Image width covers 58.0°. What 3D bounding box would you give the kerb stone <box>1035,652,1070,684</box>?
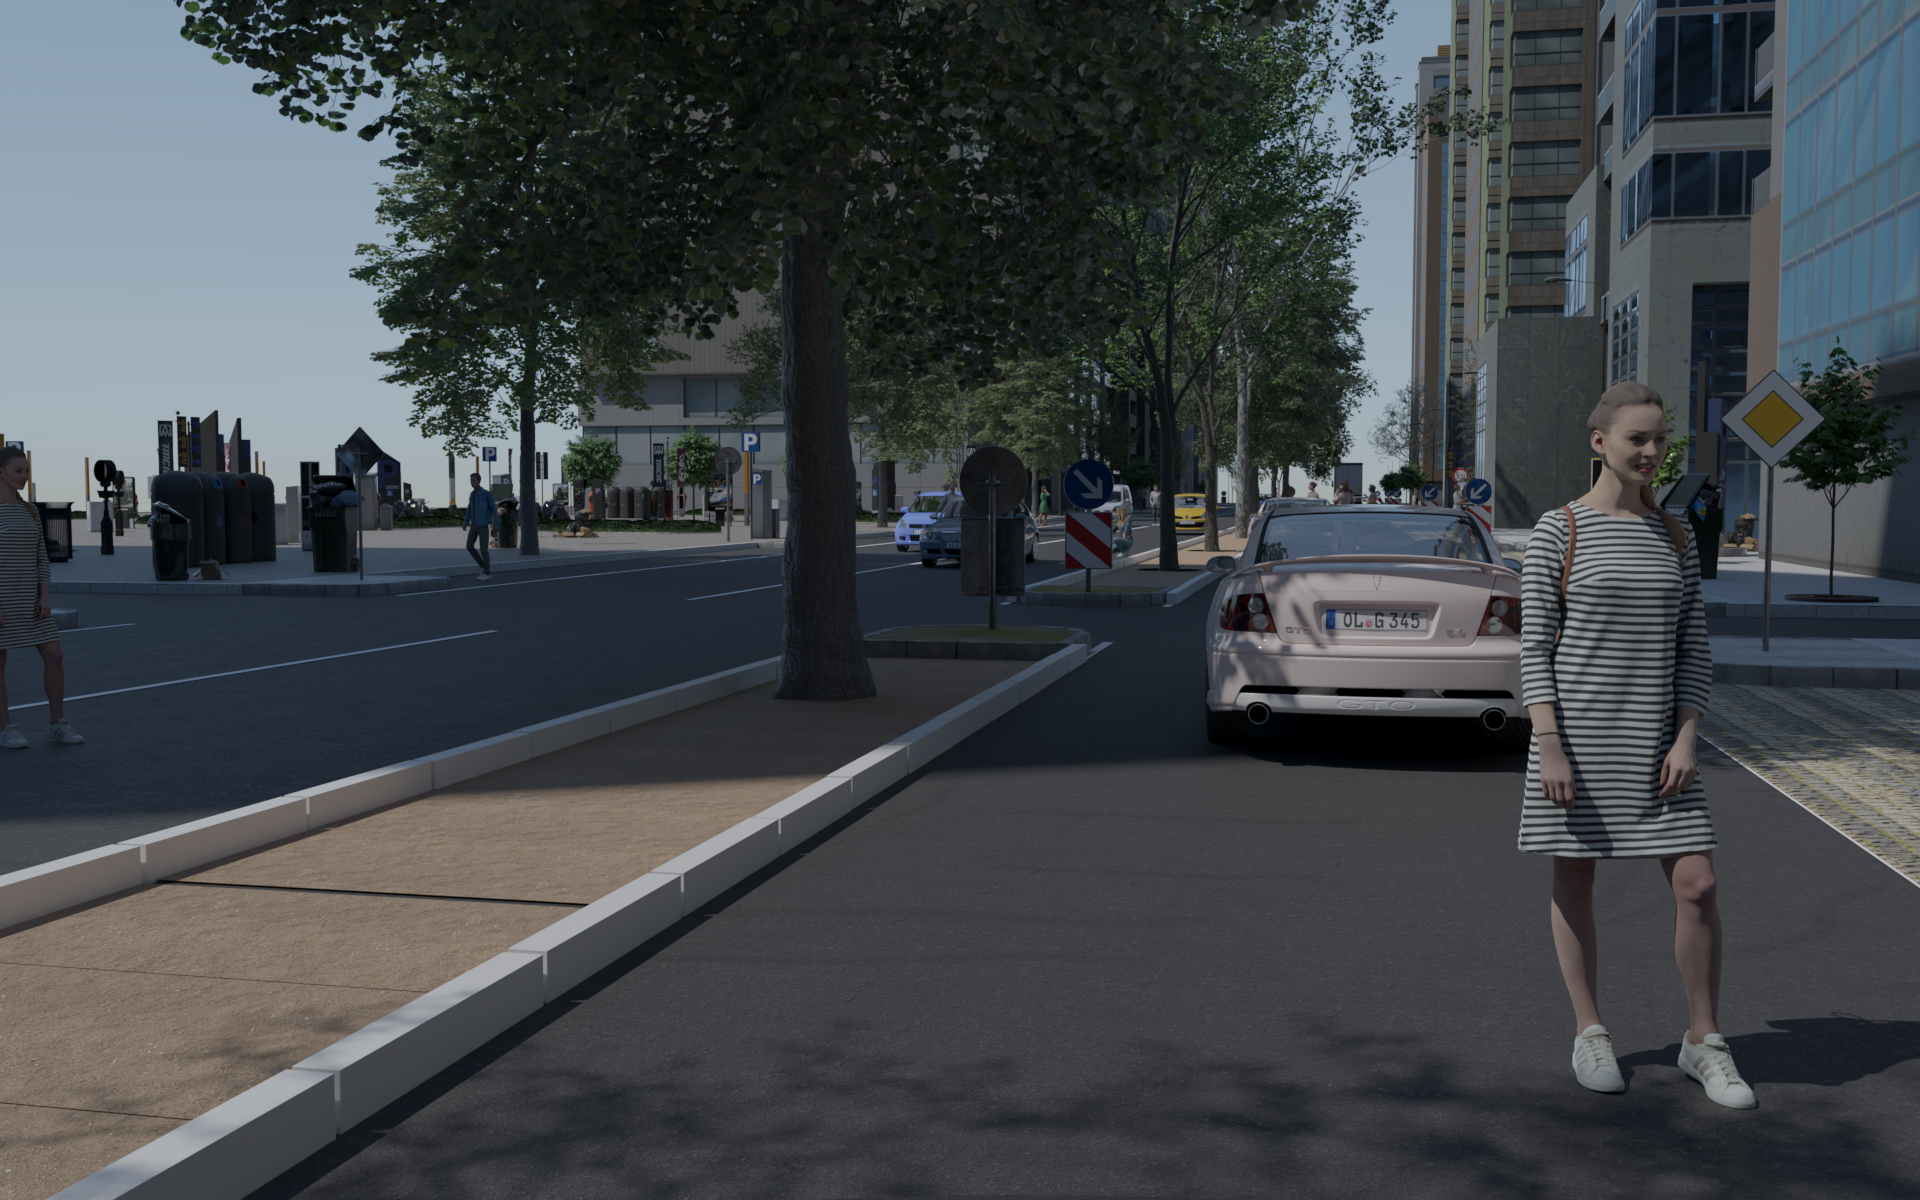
[{"bbox_3d":[0.689,0.540,13.371,0.120,0.150,1.000,1,4,13],"label":"kerb stone"}]

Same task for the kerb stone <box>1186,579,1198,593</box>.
[{"bbox_3d":[3.289,-0.167,24.930,0.120,0.150,1.000,1,4,13],"label":"kerb stone"}]

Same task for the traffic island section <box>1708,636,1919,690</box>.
[{"bbox_3d":[6.606,0.496,14.164,2.009,0.180,2.903,1,4,13],"label":"traffic island section"}]

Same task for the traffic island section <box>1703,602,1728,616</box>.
[{"bbox_3d":[8.360,0.020,21.955,2.009,0.180,2.903,1,4,13],"label":"traffic island section"}]

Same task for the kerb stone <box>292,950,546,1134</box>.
[{"bbox_3d":[-1.334,1.095,4.371,0.120,0.150,1.000,1,4,13],"label":"kerb stone"}]

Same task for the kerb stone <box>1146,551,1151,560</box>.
[{"bbox_3d":[3.950,-0.928,37.375,0.120,0.150,1.000,1,4,13],"label":"kerb stone"}]

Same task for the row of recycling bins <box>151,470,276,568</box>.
[{"bbox_3d":[-13.649,-1.502,31.671,1.069,1.692,3.534,0,4,4],"label":"row of recycling bins"}]

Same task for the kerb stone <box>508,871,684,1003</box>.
[{"bbox_3d":[-1.109,1.031,5.369,0.120,0.150,1.000,1,4,13],"label":"kerb stone"}]

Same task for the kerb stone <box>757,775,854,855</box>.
[{"bbox_3d":[-0.659,0.909,7.363,0.120,0.150,1.000,1,4,13],"label":"kerb stone"}]

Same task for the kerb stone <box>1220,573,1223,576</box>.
[{"bbox_3d":[4.417,-0.473,29.938,0.120,0.150,1.000,1,4,13],"label":"kerb stone"}]

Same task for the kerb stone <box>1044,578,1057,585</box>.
[{"bbox_3d":[1.240,-0.192,25.366,0.120,0.150,1.000,1,4,13],"label":"kerb stone"}]

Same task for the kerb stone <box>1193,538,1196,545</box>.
[{"bbox_3d":[6.424,-1.596,48.372,0.120,0.150,1.000,1,4,13],"label":"kerb stone"}]

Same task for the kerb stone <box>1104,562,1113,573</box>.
[{"bbox_3d":[2.595,-0.555,31.371,0.120,0.150,1.000,1,4,13],"label":"kerb stone"}]

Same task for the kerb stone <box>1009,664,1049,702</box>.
[{"bbox_3d":[0.472,0.601,12.365,0.120,0.150,1.000,1,4,13],"label":"kerb stone"}]

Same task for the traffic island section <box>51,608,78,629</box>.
[{"bbox_3d":[-10.703,0.259,18.051,2.009,0.180,2.903,1,4,13],"label":"traffic island section"}]

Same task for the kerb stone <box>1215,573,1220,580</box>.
[{"bbox_3d":[4.200,-0.408,28.934,0.120,0.150,1.000,1,4,13],"label":"kerb stone"}]

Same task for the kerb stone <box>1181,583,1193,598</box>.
[{"bbox_3d":[3.076,-0.103,23.930,0.120,0.150,1.000,1,4,13],"label":"kerb stone"}]

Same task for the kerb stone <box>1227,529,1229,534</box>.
[{"bbox_3d":[9.350,-2.396,61.378,0.120,0.150,1.000,1,4,13],"label":"kerb stone"}]

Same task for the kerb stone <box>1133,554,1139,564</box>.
[{"bbox_3d":[3.495,-0.801,35.382,0.120,0.150,1.000,1,4,13],"label":"kerb stone"}]

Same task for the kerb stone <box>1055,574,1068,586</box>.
[{"bbox_3d":[1.468,-0.255,26.370,0.120,0.150,1.000,1,4,13],"label":"kerb stone"}]

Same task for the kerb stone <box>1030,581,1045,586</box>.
[{"bbox_3d":[1.015,-0.133,24.366,0.120,0.150,1.000,1,4,13],"label":"kerb stone"}]

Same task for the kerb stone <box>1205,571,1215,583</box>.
[{"bbox_3d":[3.975,-0.347,27.937,0.120,0.150,1.000,1,4,13],"label":"kerb stone"}]

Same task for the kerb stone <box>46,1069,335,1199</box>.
[{"bbox_3d":[-1.555,1.153,3.369,0.120,0.150,1.000,1,4,13],"label":"kerb stone"}]

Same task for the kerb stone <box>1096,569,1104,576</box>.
[{"bbox_3d":[2.358,-0.500,30.364,0.120,0.150,1.000,1,4,13],"label":"kerb stone"}]

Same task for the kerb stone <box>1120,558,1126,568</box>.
[{"bbox_3d":[3.036,-0.682,33.376,0.120,0.150,1.000,1,4,13],"label":"kerb stone"}]

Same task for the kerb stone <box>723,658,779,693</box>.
[{"bbox_3d":[-1.581,0.572,12.838,0.120,0.150,1.000,1,4,13],"label":"kerb stone"}]

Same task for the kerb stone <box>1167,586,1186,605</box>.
[{"bbox_3d":[2.847,-0.045,22.926,0.120,0.150,1.000,1,4,13],"label":"kerb stone"}]

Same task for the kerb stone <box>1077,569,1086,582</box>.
[{"bbox_3d":[1.923,-0.377,28.367,0.120,0.150,1.000,1,4,13],"label":"kerb stone"}]

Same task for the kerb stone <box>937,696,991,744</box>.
[{"bbox_3d":[0.013,0.724,10.362,0.120,0.150,1.000,1,4,13],"label":"kerb stone"}]

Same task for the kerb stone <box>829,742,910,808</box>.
[{"bbox_3d":[-0.438,0.846,8.363,0.120,0.150,1.000,1,4,13],"label":"kerb stone"}]

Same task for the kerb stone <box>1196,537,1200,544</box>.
[{"bbox_3d":[6.655,-1.659,49.373,0.120,0.150,1.000,1,4,13],"label":"kerb stone"}]

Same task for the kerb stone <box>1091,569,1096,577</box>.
[{"bbox_3d":[2.138,-0.439,29.366,0.120,0.150,1.000,1,4,13],"label":"kerb stone"}]

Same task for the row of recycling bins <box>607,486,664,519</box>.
[{"bbox_3d":[-17.005,-5.131,91.002,3.534,1.692,1.069,1,4,21],"label":"row of recycling bins"}]

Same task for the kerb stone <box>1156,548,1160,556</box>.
[{"bbox_3d":[4.394,-1.050,39.375,0.120,0.150,1.000,1,4,13],"label":"kerb stone"}]

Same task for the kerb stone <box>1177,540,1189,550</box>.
[{"bbox_3d":[5.970,-1.479,46.376,0.120,0.150,1.000,1,4,13],"label":"kerb stone"}]

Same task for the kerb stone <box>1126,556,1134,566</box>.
[{"bbox_3d":[3.275,-0.741,34.384,0.120,0.150,1.000,1,4,13],"label":"kerb stone"}]

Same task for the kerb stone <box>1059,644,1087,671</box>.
[{"bbox_3d":[0.918,0.482,14.371,0.120,0.150,1.000,1,4,13],"label":"kerb stone"}]

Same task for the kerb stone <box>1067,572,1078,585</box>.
[{"bbox_3d":[1.687,-0.316,27.369,0.120,0.150,1.000,1,4,13],"label":"kerb stone"}]

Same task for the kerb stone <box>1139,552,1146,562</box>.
[{"bbox_3d":[3.727,-0.867,36.377,0.120,0.150,1.000,1,4,13],"label":"kerb stone"}]

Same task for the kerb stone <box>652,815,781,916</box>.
[{"bbox_3d":[-0.884,0.968,6.366,0.120,0.150,1.000,1,4,13],"label":"kerb stone"}]

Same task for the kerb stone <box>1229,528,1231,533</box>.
[{"bbox_3d":[9.578,-2.458,62.378,0.120,0.150,1.000,1,4,13],"label":"kerb stone"}]

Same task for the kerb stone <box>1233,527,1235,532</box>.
[{"bbox_3d":[10.026,-2.576,64.388,0.120,0.150,1.000,1,4,13],"label":"kerb stone"}]

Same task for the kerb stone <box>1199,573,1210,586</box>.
[{"bbox_3d":[3.743,-0.290,26.937,0.120,0.150,1.000,1,4,13],"label":"kerb stone"}]

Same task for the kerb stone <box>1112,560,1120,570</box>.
[{"bbox_3d":[2.815,-0.623,32.375,0.120,0.150,1.000,1,4,13],"label":"kerb stone"}]

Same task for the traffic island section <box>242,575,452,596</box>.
[{"bbox_3d":[-8.949,-0.218,25.842,2.009,0.180,2.903,1,4,13],"label":"traffic island section"}]

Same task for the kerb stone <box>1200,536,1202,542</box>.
[{"bbox_3d":[6.874,-1.724,50.376,0.120,0.150,1.000,1,4,13],"label":"kerb stone"}]

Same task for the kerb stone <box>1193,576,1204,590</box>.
[{"bbox_3d":[3.516,-0.229,25.932,0.120,0.150,1.000,1,4,13],"label":"kerb stone"}]

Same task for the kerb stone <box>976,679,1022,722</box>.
[{"bbox_3d":[0.239,0.663,11.360,0.120,0.150,1.000,1,4,13],"label":"kerb stone"}]

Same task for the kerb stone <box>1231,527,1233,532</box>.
[{"bbox_3d":[9.803,-2.520,63.391,0.120,0.150,1.000,1,4,13],"label":"kerb stone"}]

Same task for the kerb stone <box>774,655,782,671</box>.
[{"bbox_3d":[-1.352,0.514,13.834,0.120,0.150,1.000,1,4,13],"label":"kerb stone"}]

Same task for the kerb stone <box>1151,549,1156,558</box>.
[{"bbox_3d":[4.166,-0.987,38.379,0.120,0.150,1.000,1,4,13],"label":"kerb stone"}]

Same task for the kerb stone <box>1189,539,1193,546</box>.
[{"bbox_3d":[6.199,-1.535,47.374,0.120,0.150,1.000,1,4,13],"label":"kerb stone"}]

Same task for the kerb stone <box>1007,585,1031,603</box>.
[{"bbox_3d":[0.788,-0.066,23.358,0.120,0.150,1.000,1,4,13],"label":"kerb stone"}]

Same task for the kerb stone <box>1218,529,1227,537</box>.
[{"bbox_3d":[9.124,-2.335,60.375,0.120,0.150,1.000,1,4,13],"label":"kerb stone"}]

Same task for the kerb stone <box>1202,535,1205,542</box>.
[{"bbox_3d":[7.097,-1.780,51.374,0.120,0.150,1.000,1,4,13],"label":"kerb stone"}]

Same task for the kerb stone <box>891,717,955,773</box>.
[{"bbox_3d":[-0.209,0.785,9.364,0.120,0.150,1.000,1,4,13],"label":"kerb stone"}]

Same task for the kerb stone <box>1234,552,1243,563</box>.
[{"bbox_3d":[5.995,-0.901,36.925,0.120,0.150,1.000,1,4,13],"label":"kerb stone"}]

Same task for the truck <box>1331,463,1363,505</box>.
[{"bbox_3d":[35.692,-10.435,159.531,2.839,4.237,11.283,1,4,12],"label":"truck"}]
